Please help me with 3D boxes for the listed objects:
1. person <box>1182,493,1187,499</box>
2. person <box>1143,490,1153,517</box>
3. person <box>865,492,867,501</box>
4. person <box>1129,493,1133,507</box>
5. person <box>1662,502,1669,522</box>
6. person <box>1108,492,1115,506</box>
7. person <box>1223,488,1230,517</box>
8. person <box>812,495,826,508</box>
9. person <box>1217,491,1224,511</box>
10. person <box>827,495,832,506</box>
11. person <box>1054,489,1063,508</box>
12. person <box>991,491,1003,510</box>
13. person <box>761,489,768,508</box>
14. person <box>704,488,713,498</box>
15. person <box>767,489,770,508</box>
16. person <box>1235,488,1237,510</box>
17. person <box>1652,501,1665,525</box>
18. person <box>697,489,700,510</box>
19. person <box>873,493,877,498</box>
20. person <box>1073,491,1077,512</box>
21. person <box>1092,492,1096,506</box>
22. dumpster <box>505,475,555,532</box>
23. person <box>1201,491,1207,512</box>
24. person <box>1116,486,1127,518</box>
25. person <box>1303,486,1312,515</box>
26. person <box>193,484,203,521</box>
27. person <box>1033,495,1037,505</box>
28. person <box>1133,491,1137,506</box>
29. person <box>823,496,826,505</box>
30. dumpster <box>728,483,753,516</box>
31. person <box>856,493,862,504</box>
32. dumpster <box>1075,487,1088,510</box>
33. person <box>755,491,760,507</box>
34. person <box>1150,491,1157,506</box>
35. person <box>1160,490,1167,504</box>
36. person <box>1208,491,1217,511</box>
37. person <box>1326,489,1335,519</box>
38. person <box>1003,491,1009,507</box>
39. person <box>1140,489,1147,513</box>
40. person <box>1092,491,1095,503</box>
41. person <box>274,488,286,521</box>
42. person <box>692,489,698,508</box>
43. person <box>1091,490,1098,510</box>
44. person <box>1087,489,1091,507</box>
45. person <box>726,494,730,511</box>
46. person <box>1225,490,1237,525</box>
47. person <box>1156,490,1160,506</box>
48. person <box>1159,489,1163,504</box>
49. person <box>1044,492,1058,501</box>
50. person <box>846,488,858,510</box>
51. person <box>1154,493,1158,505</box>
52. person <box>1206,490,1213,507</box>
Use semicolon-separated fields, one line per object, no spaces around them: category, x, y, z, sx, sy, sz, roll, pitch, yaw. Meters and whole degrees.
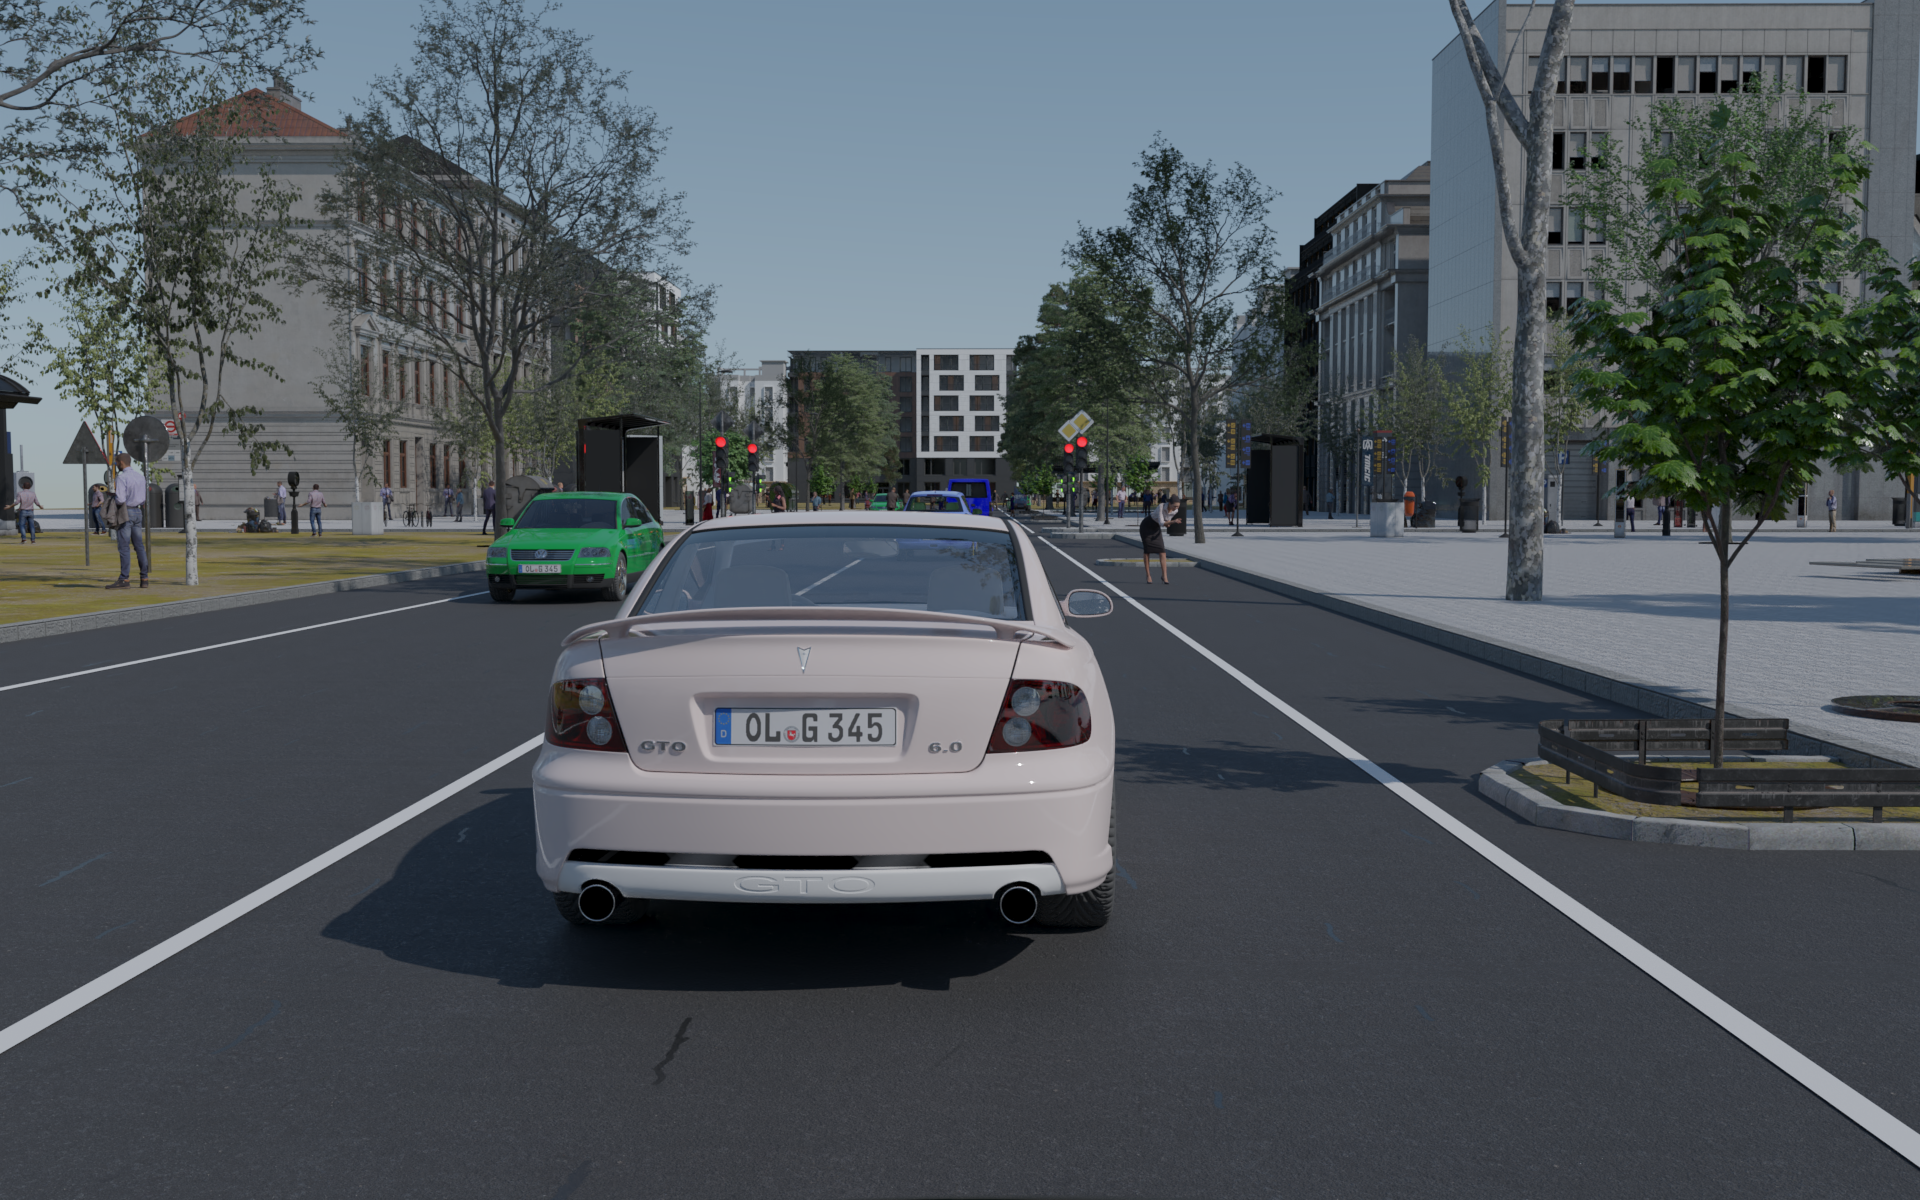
person;27.270;-12.359;211.374;1.065;1.426;0.557;3;4;37
person;10.587;-5.477;98.292;0.600;1.496;0.574;-3;4;-38
person;-11.585;-12.669;214.103;0.530;1.710;0.541;1;4;19
person;17.123;-10.069;173.900;0.697;1.427;0.421;-3;5;-41
person;31.904;-4.402;78.469;0.568;1.767;0.683;0;4;-2
person;16.689;-11.446;193.327;1.348;1.807;0.705;-2;4;-28
person;14.944;-5.468;97.156;0.444;1.614;0.593;1;4;14
person;-13.313;-9.598;163.067;1.348;1.812;0.705;-1;4;-11
person;19.508;-7.429;129.772;0.482;1.546;0.388;0;4;5
person;-14.292;-11.058;190.101;0.557;1.426;1.065;-3;5;-43
person;9.280;-9.582;163.526;0.721;1.723;1.217;3;5;42
person;3.142;-9.057;157.129;0.990;1.755;0.434;0;4;-7
person;-18.238;-9.596;163.768;1.217;1.723;0.721;0;4;4
person;-22.298;-8.910;151.737;1.348;1.823;0.705;0;4;-8
person;-17.542;-9.383;160.264;0.742;1.727;0.445;0;4;6
person;22.865;-8.419;143.627;0.705;1.831;1.348;1;4;22
person;28.680;-3.923;71.012;0.655;1.722;0.431;-2;4;-35
person;-21.507;-8.364;143.455;0.621;1.740;0.551;0;4;0
person;-9.986;-12.122;204.255;0.705;1.822;1.348;1;4;21
person;7.198;-6.404;111.447;0.576;1.737;0.504;-1;4;-21
person;14.418;-10.860;183.681;0.705;1.814;1.350;-3;5;-42
dumpster;-13.476;-2.955;54.071;1.264;1.857;1.865;0;4;1
person;17.168;-6.982;122.888;0.600;1.496;0.574;3;4;39
person;8.586;-5.174;91.578;0.756;1.711;0.436;-1;4;-23
person;20.860;-6.019;105.010;0.990;1.755;0.434;1;4;17
person;-35.871;-4.570;81.307;0.434;1.755;0.990;1;4;20
person;8.755;-11.960;202.504;0.530;1.710;0.541;-2;4;-29
person;19.470;-11.418;193.179;0.683;1.767;0.568;2;4;31
person;-15.912;-12.011;202.391;0.705;1.831;1.348;-2;4;-30
dumpster;-11.640;-5.293;92.301;1.264;1.857;1.865;0;4;1
person;-12.829;-12.825;216.447;1.217;1.743;0.721;-2;4;-27
dumpster;9.358;-7.922;135.289;1.264;1.857;1.865;0;4;1
person;-20.900;-10.448;177.425;0.990;1.755;0.434;2;4;34
person;20.274;-10.734;182.253;0.721;1.735;1.217;-3;5;-42
person;11.392;-5.348;96.028;0.613;1.512;0.480;-2;4;-26
person;18.559;-7.289;127.581;0.546;1.535;0.453;-2;4;-32
person;18.818;-4.878;88.016;0.429;1.552;0.499;0;4;6
person;4.780;-10.723;184.373;0.990;1.755;0.434;1;4;13
person;12.328;-6.601;115.844;0.647;1.594;0.662;1;4;17
person;15.724;-12.014;203.142;0.551;1.740;0.621;-1;4;-11
person;-30.143;-4.201;76.939;0.569;1.553;0.471;3;4;36
person;-25.296;-9.638;164.359;1.217;1.736;0.721;-1;4;-12
person;9.907;-7.340;127.508;0.566;1.644;0.517;0;4;-4
person;12.464;-9.782;166.768;0.721;1.735;1.217;0;4;-4
person;-17.770;-7.540;132.504;0.799;1.438;0.628;1;4;23
person;11.174;-3.769;70.902;0.421;1.427;0.697;-2;4;-27
person;22.016;-11.281;191.009;0.721;1.766;1.217;3;5;42
person;20.927;-10.668;180.474;0.705;1.823;1.348;0;4;-2
person;7.985;-8.867;151.733;1.217;1.735;0.721;1;4;14
person;-8.909;-8.423;143.857;0.705;1.812;1.348;-2;4;-32
person;22.943;-11.858;203.152;0.421;1.427;0.697;3;4;37
person;24.869;-10.136;172.485;0.721;1.735;1.217;3;5;41
